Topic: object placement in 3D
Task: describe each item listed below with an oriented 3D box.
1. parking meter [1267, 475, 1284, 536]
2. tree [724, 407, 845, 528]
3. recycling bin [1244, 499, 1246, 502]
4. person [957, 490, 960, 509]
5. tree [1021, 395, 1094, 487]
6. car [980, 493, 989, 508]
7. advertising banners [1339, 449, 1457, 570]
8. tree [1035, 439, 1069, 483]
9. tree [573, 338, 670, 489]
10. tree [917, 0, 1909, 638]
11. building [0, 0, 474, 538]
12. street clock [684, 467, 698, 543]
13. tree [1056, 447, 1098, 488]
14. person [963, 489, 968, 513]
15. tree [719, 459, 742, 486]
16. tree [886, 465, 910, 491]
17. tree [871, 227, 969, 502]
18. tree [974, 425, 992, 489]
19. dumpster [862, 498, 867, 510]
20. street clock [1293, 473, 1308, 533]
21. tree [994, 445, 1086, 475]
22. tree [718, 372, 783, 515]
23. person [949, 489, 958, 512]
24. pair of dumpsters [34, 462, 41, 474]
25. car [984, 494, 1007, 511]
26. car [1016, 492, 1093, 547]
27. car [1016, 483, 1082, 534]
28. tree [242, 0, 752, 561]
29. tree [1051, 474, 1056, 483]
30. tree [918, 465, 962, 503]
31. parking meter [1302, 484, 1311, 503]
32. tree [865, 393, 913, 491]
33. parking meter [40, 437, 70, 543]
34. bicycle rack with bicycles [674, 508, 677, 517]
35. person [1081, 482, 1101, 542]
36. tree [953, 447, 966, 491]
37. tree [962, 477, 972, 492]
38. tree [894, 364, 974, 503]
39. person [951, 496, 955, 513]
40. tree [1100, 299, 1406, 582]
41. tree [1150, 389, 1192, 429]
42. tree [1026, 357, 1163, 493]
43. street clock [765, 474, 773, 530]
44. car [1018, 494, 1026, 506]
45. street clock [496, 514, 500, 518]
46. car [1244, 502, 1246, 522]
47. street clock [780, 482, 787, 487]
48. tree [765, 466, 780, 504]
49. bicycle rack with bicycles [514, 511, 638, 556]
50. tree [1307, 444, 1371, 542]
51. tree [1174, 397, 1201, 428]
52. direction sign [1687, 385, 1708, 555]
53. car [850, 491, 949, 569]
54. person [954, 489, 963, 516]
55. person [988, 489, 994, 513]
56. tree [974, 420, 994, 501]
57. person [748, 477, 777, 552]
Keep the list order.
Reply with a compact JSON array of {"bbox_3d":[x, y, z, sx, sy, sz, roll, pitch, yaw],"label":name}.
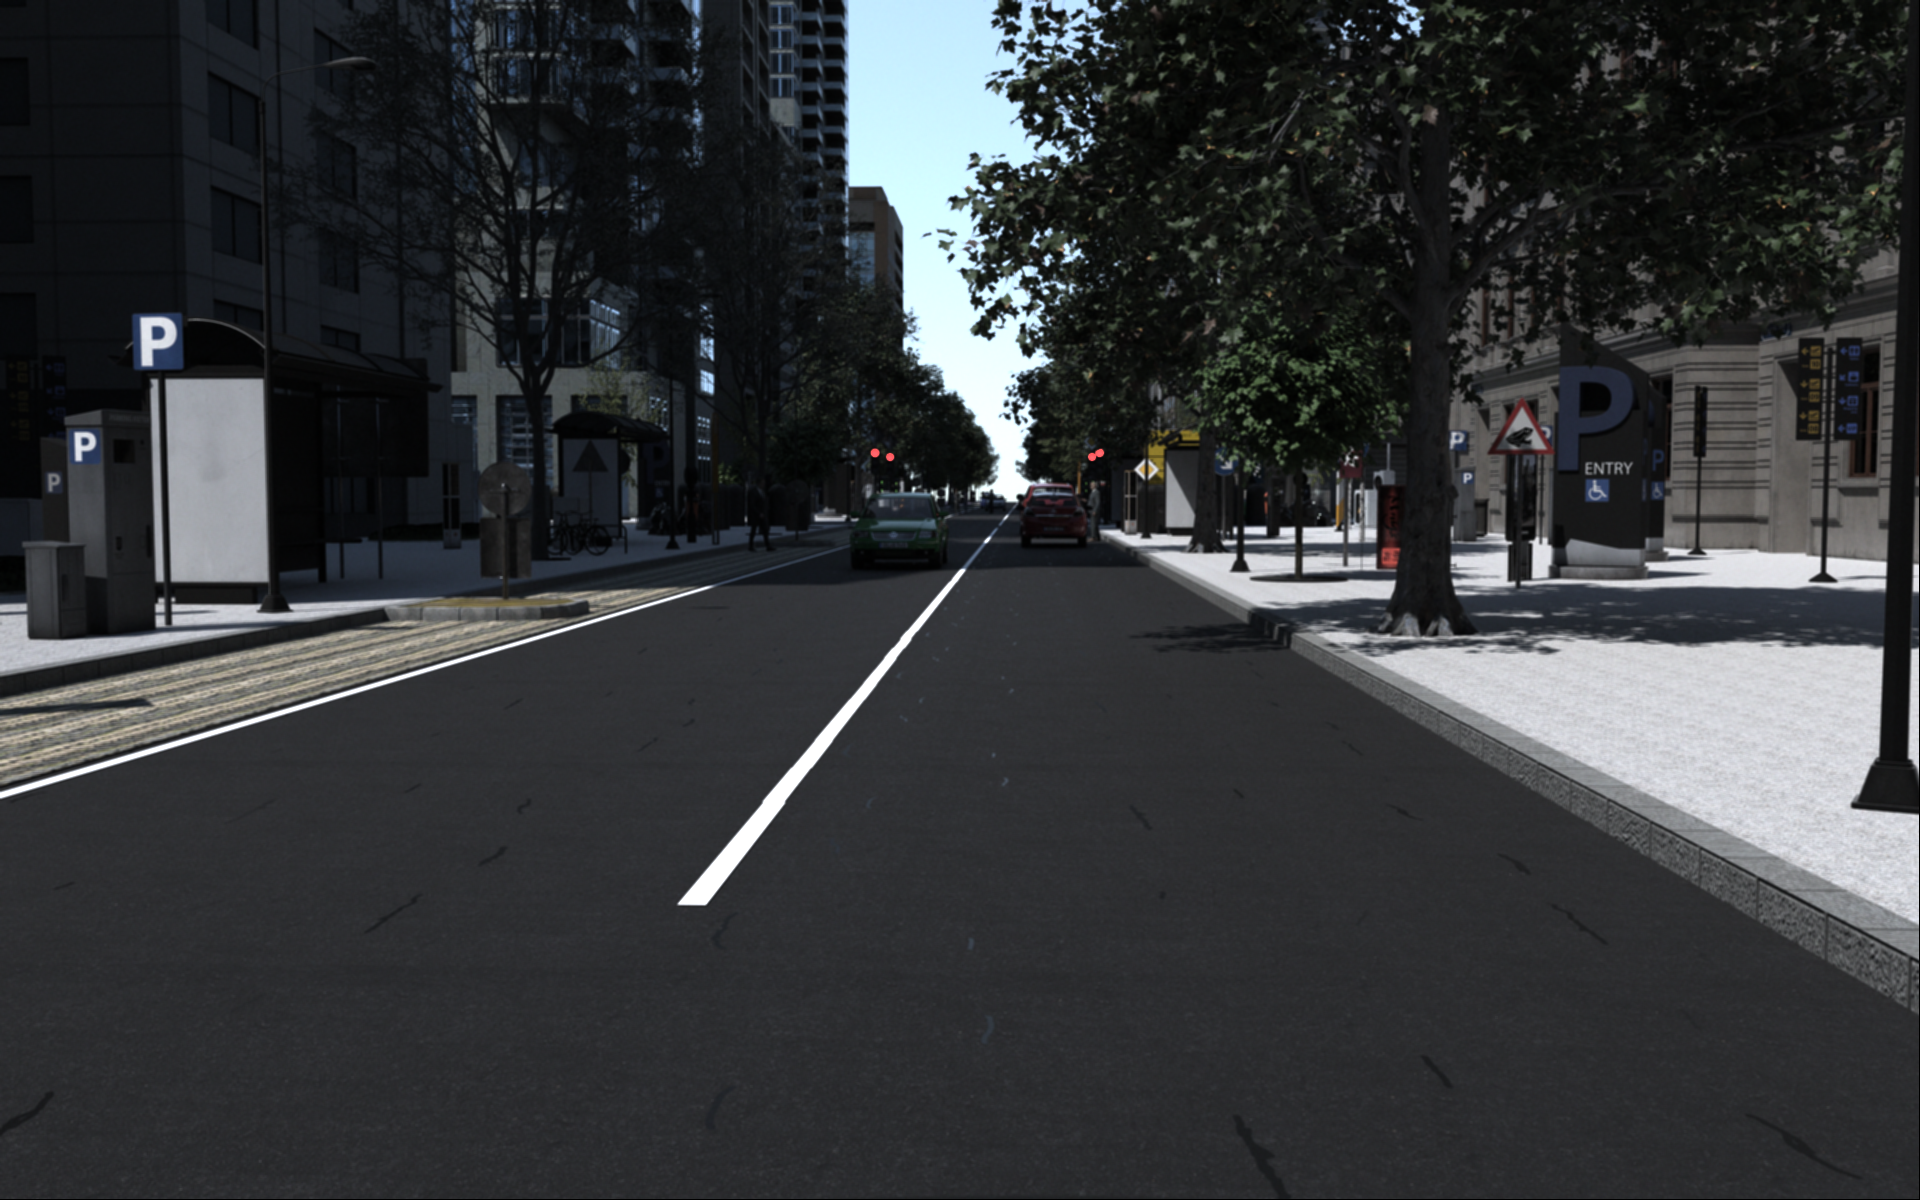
[{"bbox_3d":[9.536,-2.872,52.672,0.255,1.863,0.399,-1,4,-22],"label":"parking meter"},{"bbox_3d":[-5.956,-5.005,65.538,4.285,4.588,4.351,0,3,0],"label":"tree"},{"bbox_3d":[15.461,-4.877,92.293,0.722,1.027,0.722,-3,5,-43],"label":"recycling bin"},{"bbox_3d":[-0.221,-9.384,161.951,0.705,1.821,1.348,0,4,-6],"label":"person"},{"bbox_3d":[7.906,-11.729,126.177,7.601,10.594,8.767,-2,4,-24],"label":"tree"},{"bbox_3d":[2.979,-10.226,176.787,1.945,1.707,3.694,0,4,4],"label":"car"},{"bbox_3d":[7.340,-2.024,29.287,2.074,3.025,0.090,1,4,9],"label":"advertising banners"},{"bbox_3d":[9.750,-13.457,170.392,4.737,8.622,4.395,0,3,0],"label":"tree"},{"bbox_3d":[-16.225,-8.087,82.579,4.737,8.622,4.395,0,3,0],"label":"tree"},{"bbox_3d":[4.390,-6.034,15.672,9.611,12.733,9.660,0,3,0],"label":"tree"},{"bbox_3d":[-27.793,-37.361,49.101,20.611,71.187,20.563,0,4,2],"label":"building"},{"bbox_3d":[-7.082,-2.514,45.668,0.358,2.002,0.471,-2,4,-29],"label":"street clock"},{"bbox_3d":[7.780,-6.157,84.378,4.285,4.588,4.351,0,3,0],"label":"tree"},{"bbox_3d":[0.414,-7.429,129.978,0.388,1.821,0.555,-2,4,-32],"label":"person"},{"bbox_3d":[-13.066,-6.139,94.975,1.663,3.219,1.824,0,3,0],"label":"tree"},{"bbox_3d":[-4.159,-7.298,113.927,1.663,3.219,1.824,0,3,0],"label":"tree"},{"bbox_3d":[-6.305,-8.780,53.931,12.009,13.543,11.850,0,3,0],"label":"tree"},{"bbox_3d":[0.633,-20.414,251.897,7.486,12.596,7.792,0,3,0],"label":"tree"},{"bbox_3d":[-6.471,-7.318,125.408,1.264,1.857,1.865,0,4,2],"label":"dumpster"},{"bbox_3d":[11.126,-3.187,56.684,0.471,2.002,0.358,0,4,6],"label":"street clock"},{"bbox_3d":[13.370,-20.182,240.342,12.009,13.543,11.850,0,3,0],"label":"tree"},{"bbox_3d":[-12.801,-9.498,105.646,4.737,8.622,4.395,0,3,0],"label":"tree"},{"bbox_3d":[-0.532,-7.664,133.784,0.713,1.824,0.794,-1,4,-21],"label":"person"},{"bbox_3d":[-10.614,-1.278,23.385,1.574,2.255,4.437,0,4,2],"label":"pair of dumpsters"},{"bbox_3d":[3.041,-8.321,148.053,2.014,1.417,4.499,0,4,2],"label":"car"},{"bbox_3d":[2.615,-2.387,48.072,2.155,1.783,4.494,0,4,3],"label":"car"},{"bbox_3d":[3.114,-3.145,60.092,2.281,1.827,5.304,0,4,0],"label":"car"},{"bbox_3d":[-8.113,-7.501,33.013,12.009,13.543,11.850,0,3,0],"label":"tree"},{"bbox_3d":[11.276,-12.254,184.069,4.285,4.588,4.351,0,3,0],"label":"tree"},{"bbox_3d":[-2.486,-11.511,171.922,4.285,4.588,4.351,0,3,0],"label":"tree"},{"bbox_3d":[17.800,-5.091,88.950,0.399,1.863,0.255,1,4,19],"label":"parking meter"},{"bbox_3d":[-4.824,-10.301,118.790,4.360,8.622,3.978,0,3,0],"label":"tree"},{"bbox_3d":[-9.229,-0.745,17.885,0.399,1.863,0.255,1,4,18],"label":"parking meter"},{"bbox_3d":[-10.794,-3.193,65.593,2.925,0.926,2.852,-1,4,-19],"label":"bicycle rack with bicycles"},{"bbox_3d":[3.985,-2.677,52.452,0.590,1.801,0.661,-1,4,-10],"label":"person"},{"bbox_3d":[-0.664,-15.891,210.182,4.737,8.622,4.395,0,3,0],"label":"tree"},{"bbox_3d":[0.129,-15.140,231.259,4.285,4.588,4.351,0,3,0],"label":"tree"},{"bbox_3d":[-3.098,-14.229,150.776,7.486,12.596,7.792,0,3,0],"label":"tree"},{"bbox_3d":[-0.417,-7.122,127.537,0.503,1.515,0.523,-1,4,-15],"label":"person"},{"bbox_3d":[5.009,-2.573,25.775,4.285,4.588,4.351,0,3,0],"label":"tree"},{"bbox_3d":[14.008,-10.256,118.054,4.360,8.622,3.978,0,3,0],"label":"tree"},{"bbox_3d":[7.748,-10.854,95.590,7.486,12.596,7.792,0,3,0],"label":"tree"},{"bbox_3d":[-6.881,-3.484,61.533,0.358,2.002,0.471,2,4,30],"label":"street clock"},{"bbox_3d":[7.448,-11.306,194.636,2.009,1.686,4.222,0,4,3],"label":"car"},{"bbox_3d":[-15.692,-3.330,59.021,0.471,2.002,0.358,-3,4,-38],"label":"street clock"},{"bbox_3d":[10.765,-4.145,76.570,4.718,1.807,1.959,0,4,0],"label":"car"},{"bbox_3d":[-8.406,-4.834,83.613,0.471,2.002,0.358,1,4,13],"label":"street clock"},{"bbox_3d":[-12.923,-7.522,117.586,1.663,3.219,1.824,0,3,0],"label":"tree"},{"bbox_3d":[-8.402,-1.445,37.015,2.925,0.926,2.852,3,4,39],"label":"bicycle rack with bicycles"},{"bbox_3d":[10.584,-5.875,46.417,4.737,8.622,4.395,0,3,0],"label":"tree"},{"bbox_3d":[16.577,-10.688,125.116,4.737,8.622,4.395,0,3,0],"label":"tree"},{"bbox_3d":[15.566,-2.720,36.470,0.379,3.537,0.876,3,4,37],"label":"direction sign"},{"bbox_3d":[-1.180,-1.587,34.740,1.959,1.807,4.718,0,4,2],"label":"car"},{"bbox_3d":[-0.115,-6.491,114.903,0.573,1.790,0.520,0,4,3],"label":"person"},{"bbox_3d":[2.312,-7.384,129.412,0.473,1.802,0.592,2,4,23],"label":"person"},{"bbox_3d":[1.167,-21.947,269.194,12.009,13.543,11.850,0,3,0],"label":"tree"},{"bbox_3d":[-4.918,-2.116,42.881,0.755,1.850,0.659,2,4,29],"label":"person"}]
